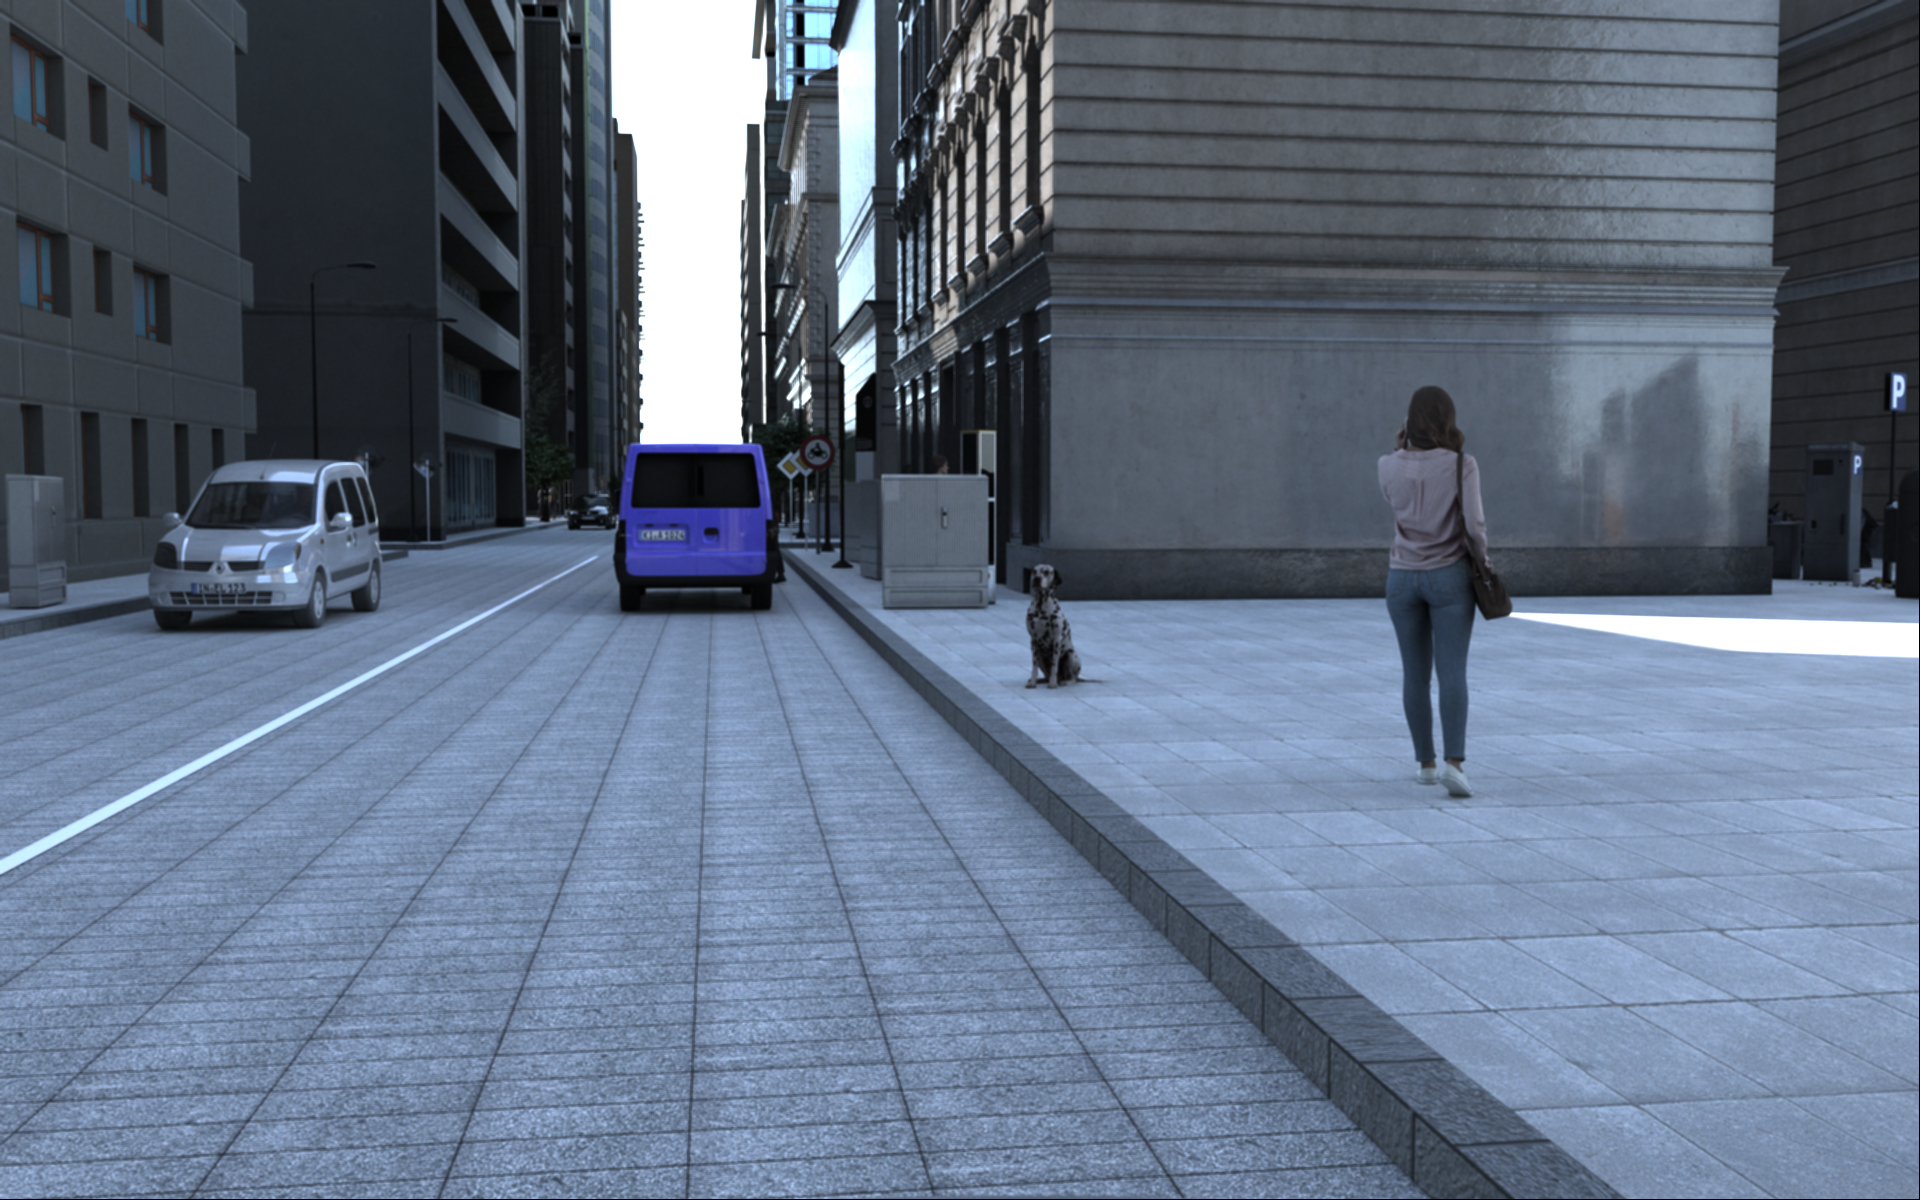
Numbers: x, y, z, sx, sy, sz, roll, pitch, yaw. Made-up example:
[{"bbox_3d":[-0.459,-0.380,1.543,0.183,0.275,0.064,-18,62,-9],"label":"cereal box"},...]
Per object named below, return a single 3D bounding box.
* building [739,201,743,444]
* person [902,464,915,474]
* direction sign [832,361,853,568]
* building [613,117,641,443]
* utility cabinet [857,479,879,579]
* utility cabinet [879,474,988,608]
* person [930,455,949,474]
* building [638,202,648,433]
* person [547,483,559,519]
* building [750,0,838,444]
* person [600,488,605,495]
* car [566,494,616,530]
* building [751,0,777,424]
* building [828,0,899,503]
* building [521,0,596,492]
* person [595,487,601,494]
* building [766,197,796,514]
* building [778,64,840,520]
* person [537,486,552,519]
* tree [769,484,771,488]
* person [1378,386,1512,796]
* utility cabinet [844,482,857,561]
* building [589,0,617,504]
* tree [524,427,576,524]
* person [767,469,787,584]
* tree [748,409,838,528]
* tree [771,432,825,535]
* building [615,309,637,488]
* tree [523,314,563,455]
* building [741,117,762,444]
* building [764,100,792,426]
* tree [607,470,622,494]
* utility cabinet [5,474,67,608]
[{"bbox_3d":[-23.446,-39.531,270.032,21.300,48.544,21.600,0,4,-8],"label":"building"},{"bbox_3d":[-0.905,-1.471,30.276,0.419,1.800,0.721,0,4,-8],"label":"person"},{"bbox_3d":[-2.047,-2.327,30.049,0.379,3.537,0.876,0,4,1],"label":"direction sign"},{"bbox_3d":[-46.004,-34.198,209.247,14.600,45.320,14.200,0,4,-8],"label":"building"},{"bbox_3d":[-1.235,-1.076,26.277,0.318,1.500,1.173,-1,4,-15],"label":"utility cabinet"},{"bbox_3d":[-0.280,-0.656,19.403,1.173,1.500,0.318,0,4,-6],"label":"utility cabinet"},{"bbox_3d":[-0.157,-0.890,21.167,0.524,1.755,0.480,-2,4,-33],"label":"person"},{"bbox_3d":[-57.537,-38.837,254.600,23.786,49.044,30.456,0,4,-8],"label":"building"},{"bbox_3d":[-20.833,-5.052,88.558,0.656,1.842,0.836,-1,4,-8],"label":"person"},{"bbox_3d":[-19.031,-56.878,242.625,22.319,86.520,31.000,0,4,-8],"label":"building"},{"bbox_3d":[-26.170,-7.313,126.144,0.617,1.759,0.750,-3,4,-38],"label":"person"},{"bbox_3d":[-15.008,-3.726,70.706,2.009,1.686,4.222,0,4,-7],"label":"car"},{"bbox_3d":[-7.186,-36.310,182.911,28.713,52.752,27.495,0,4,-8],"label":"building"},{"bbox_3d":[10.695,-13.702,57.315,30.059,22.955,16.112,0,4,-8],"label":"building"},{"bbox_3d":[-34.272,-27.031,125.549,14.154,41.232,14.086,0,4,-8],"label":"building"},{"bbox_3d":[-25.025,-6.916,119.603,0.782,1.767,0.515,3,4,36],"label":"person"},{"bbox_3d":[-6.414,-16.879,112.129,11.583,22.565,21.152,0,4,-8],"label":"building"},{"bbox_3d":[-3.591,-16.021,90.823,11.050,23.489,19.941,0,4,-8],"label":"building"},{"bbox_3d":[-21.536,-5.097,89.771,0.834,1.777,0.661,1,4,13],"label":"person"},{"bbox_3d":[-7.891,-5.015,76.601,1.663,3.219,1.824,0,3,0],"label":"tree"},{"bbox_3d":[2.074,-0.054,7.513,0.593,1.750,0.643,2,4,30],"label":"person"},{"bbox_3d":[-1.895,-1.471,32.726,0.318,1.500,1.173,-1,4,-19],"label":"utility cabinet"},{"bbox_3d":[-40.589,-36.919,145.631,21.231,58.520,28.212,0,4,-8],"label":"building"},{"bbox_3d":[-19.239,-5.590,75.112,4.285,4.588,4.351,0,3,0],"label":"tree"},{"bbox_3d":[-3.151,-1.186,27.673,0.755,1.850,0.659,1,4,10],"label":"person"},{"bbox_3d":[-6.654,-5.095,67.023,4.285,4.588,4.351,0,3,0],"label":"tree"},{"bbox_3d":[-4.968,-3.649,54.269,1.663,3.219,1.824,0,3,0],"label":"tree"},{"bbox_3d":[-47.281,-20.157,174.605,27.650,21.520,28.899,0,4,-8],"label":"building"},{"bbox_3d":[-18.231,-7.291,69.576,4.360,8.622,3.978,0,3,0],"label":"tree"},{"bbox_3d":[-16.144,-36.317,217.492,21.300,48.544,21.600,0,4,-8],"label":"building"},{"bbox_3d":[-7.789,-21.994,131.295,14.160,30.474,14.107,0,4,-8],"label":"building"},{"bbox_3d":[-27.629,-8.823,138.856,1.663,3.219,1.824,0,3,0],"label":"tree"},{"bbox_3d":[-10.541,-0.680,19.803,0.318,1.500,1.173,-1,4,-13],"label":"utility cabinet"}]
